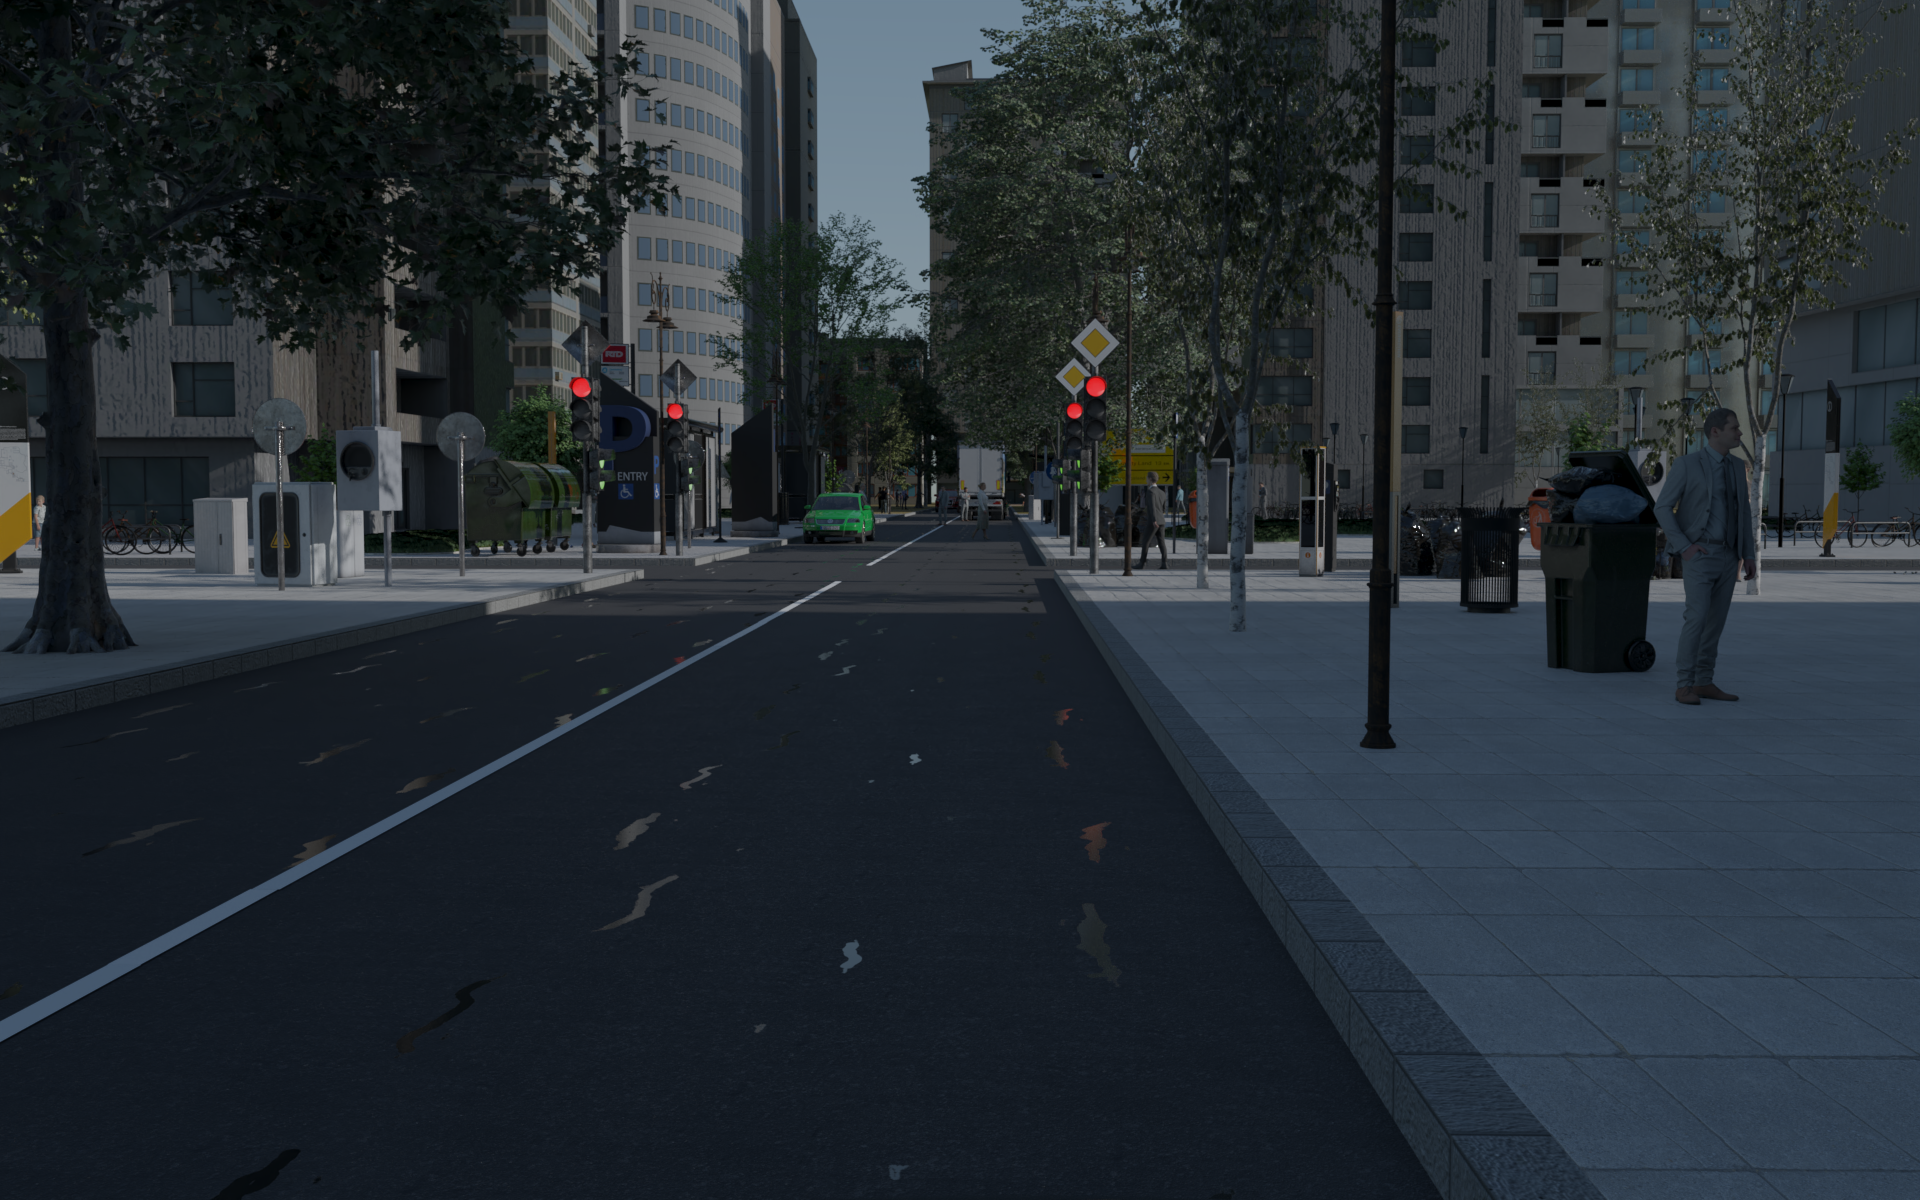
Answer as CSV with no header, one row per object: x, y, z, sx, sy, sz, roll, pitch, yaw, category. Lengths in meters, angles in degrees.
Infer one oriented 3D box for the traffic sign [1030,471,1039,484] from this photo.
4.219,-5.839,95.571,0.768,2.556,0.104,1,4,10,traffic sign

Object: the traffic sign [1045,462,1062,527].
3.696,-4.103,67.193,0.768,2.556,0.104,0,4,5,traffic sign

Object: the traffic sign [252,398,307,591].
-9.018,-1.397,22.948,0.768,2.556,0.104,0,4,6,traffic sign

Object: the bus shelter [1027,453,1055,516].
4.889,-6.828,102.928,1.731,3.624,6.357,0,4,2,bus shelter

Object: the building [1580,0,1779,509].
65.540,-33.130,161.287,30.456,49.044,23.786,0,4,1,building

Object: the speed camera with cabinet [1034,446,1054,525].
4.077,-4.716,71.440,2.038,3.252,0.660,-1,4,-21,speed camera with cabinet

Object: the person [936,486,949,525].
-0.762,-4.321,79.240,0.635,1.810,0.391,3,5,40,person

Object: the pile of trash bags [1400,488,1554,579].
8.002,-1.033,26.644,1.912,1.369,3.447,-2,4,-27,pile of trash bags

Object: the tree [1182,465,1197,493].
14.850,-6.993,108.931,1.663,3.219,1.824,0,3,0,tree

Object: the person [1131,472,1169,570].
3.560,-1.470,32.310,0.755,1.850,0.659,3,5,41,person

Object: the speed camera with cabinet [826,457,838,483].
-7.061,-5.930,91.285,0.660,3.252,2.038,1,4,17,speed camera with cabinet

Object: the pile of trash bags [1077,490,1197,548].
4.440,-1.986,42.220,3.447,1.369,1.912,0,4,-2,pile of trash bags

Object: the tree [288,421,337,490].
-17.051,-3.156,46.202,1.663,3.219,1.824,0,3,0,tree

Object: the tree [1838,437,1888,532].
30.253,-3.910,58.530,1.663,3.219,1.824,0,3,0,tree

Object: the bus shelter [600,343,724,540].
-8.431,-4.355,48.842,2.179,5.291,8.768,0,4,1,bus shelter

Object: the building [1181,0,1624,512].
31.259,-33.068,129.899,28.713,52.752,27.495,0,4,1,building

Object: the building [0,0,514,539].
-23.051,-17.289,54.382,14.160,30.474,14.107,0,4,1,building

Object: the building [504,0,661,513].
-33.496,-24.692,95.595,32.217,40.220,23.993,0,4,1,building

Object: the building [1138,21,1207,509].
28.667,-51.710,158.130,22.319,86.520,31.000,0,4,1,building

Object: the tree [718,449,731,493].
-13.800,-7.678,109.251,4.285,4.588,4.351,0,3,0,tree

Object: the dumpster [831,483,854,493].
-6.093,-5.041,88.184,1.264,1.857,1.865,0,4,1,dumpster

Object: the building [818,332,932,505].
-18.585,-22.915,219.693,28.899,21.520,27.650,0,4,1,building

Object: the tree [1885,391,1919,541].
27.188,-3.907,47.595,4.285,4.588,4.351,0,3,0,tree

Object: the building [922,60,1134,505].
9.632,-38.535,219.284,27.495,52.752,28.713,0,4,1,building

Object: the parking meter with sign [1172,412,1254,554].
5.424,-2.497,37.080,1.738,3.016,0.543,1,4,11,parking meter with sign

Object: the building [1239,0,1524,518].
22.754,-19.957,98.001,14.160,30.474,14.107,0,4,1,building

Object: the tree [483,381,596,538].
-12.232,-4.078,50.388,4.285,4.588,4.351,0,3,0,tree

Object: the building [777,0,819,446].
-25.154,-33.128,165.348,21.600,48.544,21.300,0,4,1,building

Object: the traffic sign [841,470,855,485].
-5.943,-5.617,91.946,0.768,2.556,0.104,0,4,4,traffic sign

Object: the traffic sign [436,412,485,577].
-7.753,-1.639,26.898,0.768,2.556,0.104,0,4,3,traffic sign

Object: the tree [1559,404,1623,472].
13.330,-2.605,37.193,1.663,3.219,1.824,0,3,0,tree

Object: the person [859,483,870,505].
-3.695,-3.459,64.939,0.818,1.842,0.514,-1,4,-13,person

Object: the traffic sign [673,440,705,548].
-6.391,-2.490,40.824,0.768,2.556,0.104,1,4,10,traffic sign

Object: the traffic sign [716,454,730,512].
-7.933,-3.455,56.493,0.884,2.594,0.081,0,4,6,traffic sign

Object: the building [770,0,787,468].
-22.567,-30.400,147.156,14.600,45.320,14.200,0,4,1,building

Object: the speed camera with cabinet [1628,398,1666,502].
13.311,-2.502,35.249,2.038,3.252,0.660,-1,4,-14,speed camera with cabinet

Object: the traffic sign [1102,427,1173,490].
5.408,-3.594,52.629,2.265,3.308,0.079,0,4,6,traffic sign

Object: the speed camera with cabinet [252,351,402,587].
-8.786,-1.814,23.998,2.038,3.252,0.660,1,4,16,speed camera with cabinet

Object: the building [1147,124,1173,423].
30.370,-34.313,211.120,14.200,45.320,14.600,0,4,1,building

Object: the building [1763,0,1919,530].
46.903,-28.745,59.225,27.495,52.752,28.713,0,4,1,building

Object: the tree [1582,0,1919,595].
10.154,-4.385,22.062,4.360,8.622,3.978,0,3,0,tree

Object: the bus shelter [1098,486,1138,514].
4.868,-3.831,56.565,2.014,3.302,5.546,0,4,2,bus shelter

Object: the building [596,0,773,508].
-26.001,-35.678,125.330,21.231,58.520,28.212,0,4,1,building

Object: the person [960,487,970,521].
0.289,-5.020,90.766,0.511,1.800,0.466,-3,5,-44,person

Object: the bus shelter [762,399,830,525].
-7.182,-5.990,75.571,2.179,5.291,8.768,0,4,1,bus shelter
